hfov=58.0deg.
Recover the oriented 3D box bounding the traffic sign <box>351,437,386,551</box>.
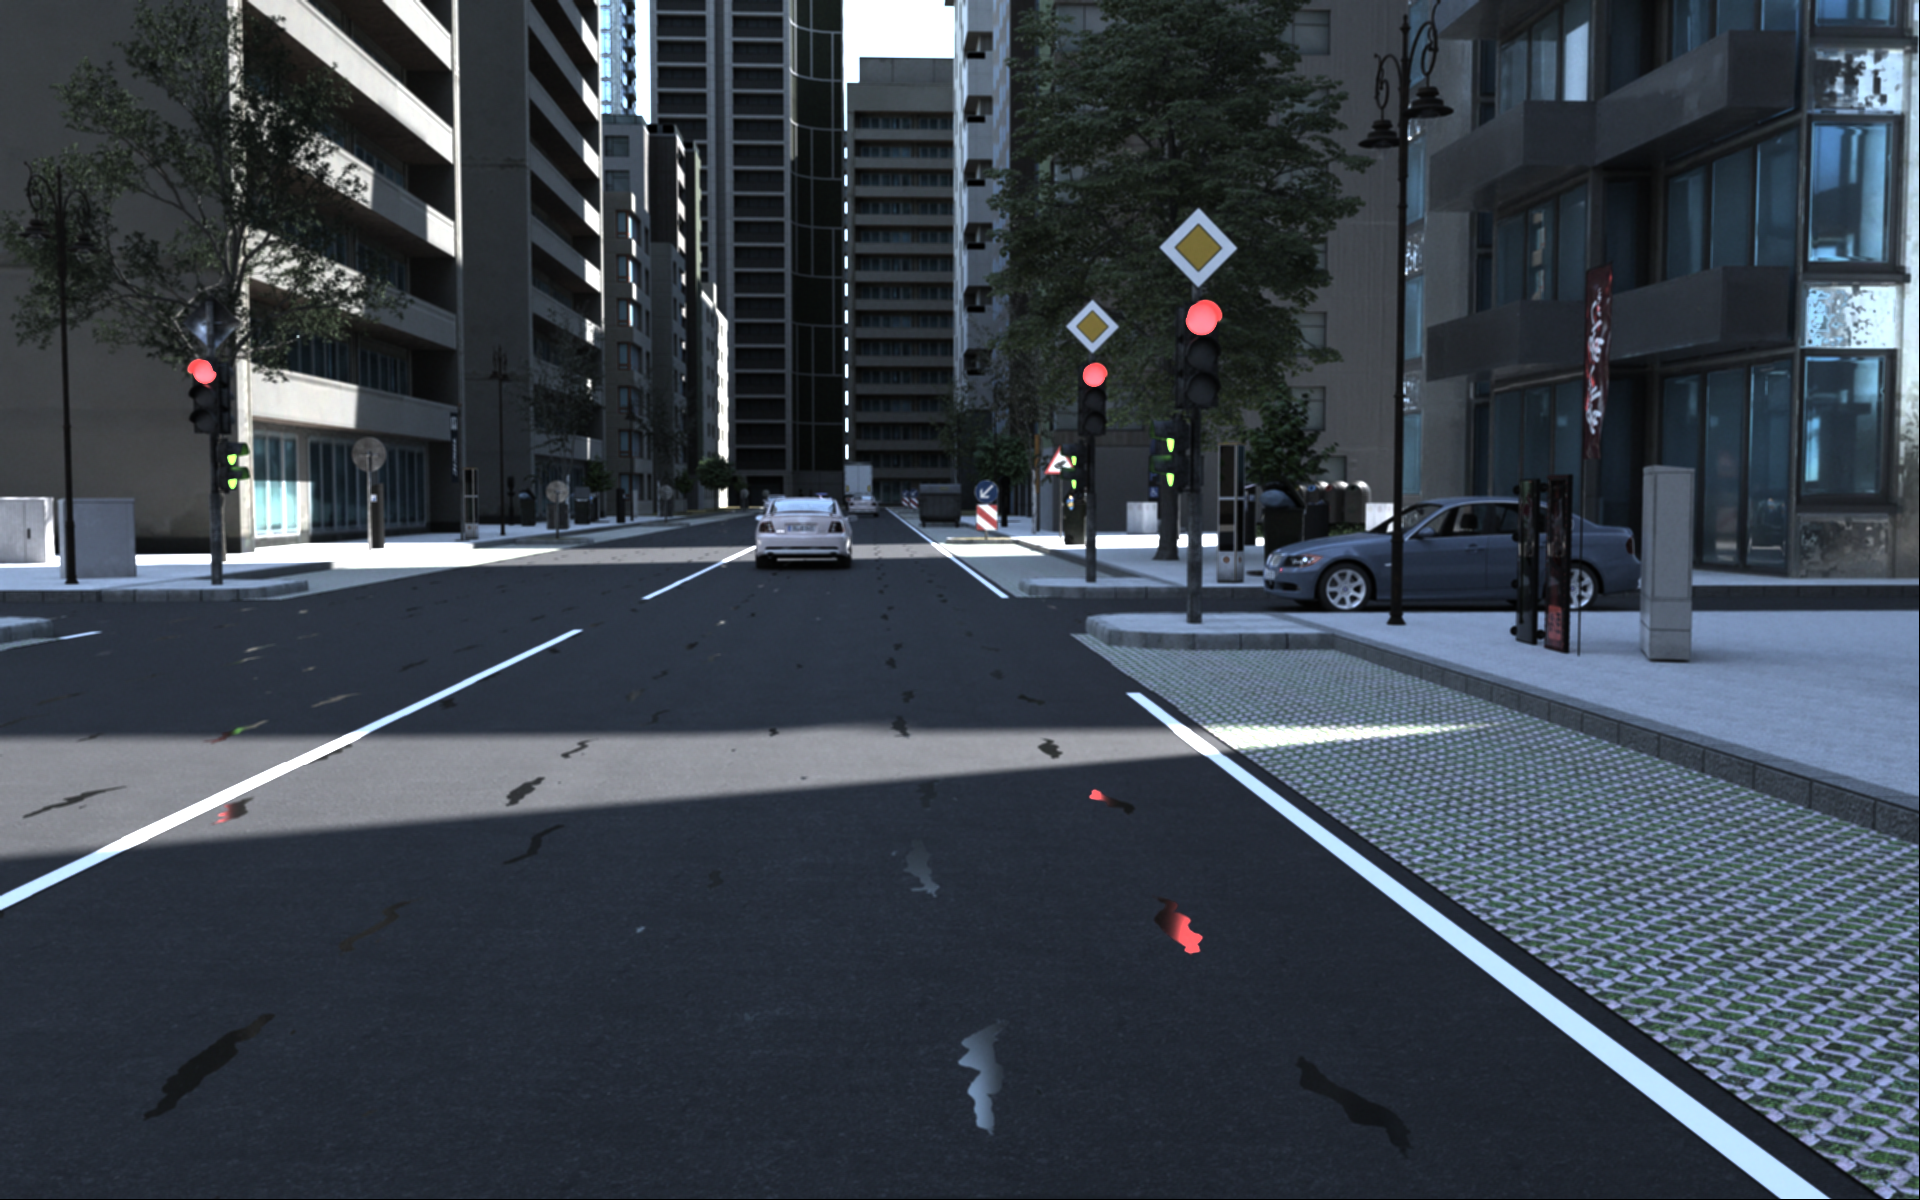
[{"bbox_3d":[-13.221,-2.363,38.745,0.768,2.556,0.104,0,4,-1],"label":"traffic sign"}]

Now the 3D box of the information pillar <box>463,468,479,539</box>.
[{"bbox_3d":[-13.836,-2.722,49.001,0.304,2.012,0.304,0,4,7],"label":"information pillar"}]

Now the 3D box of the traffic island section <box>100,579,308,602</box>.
[{"bbox_3d":[-10.547,-0.139,24.550,2.009,0.180,2.903,0,4,-3],"label":"traffic island section"}]

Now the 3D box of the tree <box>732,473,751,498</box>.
[{"bbox_3d":[-19.897,-9.884,156.203,1.663,3.219,1.824,0,3,0],"label":"tree"}]

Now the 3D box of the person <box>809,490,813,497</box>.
[{"bbox_3d":[-12.596,-8.450,146.676,0.705,1.821,1.348,0,4,7],"label":"person"}]

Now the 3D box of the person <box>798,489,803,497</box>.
[{"bbox_3d":[-14.103,-8.861,153.003,0.705,1.869,1.348,1,4,18],"label":"person"}]

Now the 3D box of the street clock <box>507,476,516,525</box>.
[{"bbox_3d":[-18.408,-4.066,71.049,0.358,2.002,0.471,0,4,-7],"label":"street clock"}]

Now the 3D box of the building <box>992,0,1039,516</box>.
[{"bbox_3d":[9.437,-28.044,108.631,14.600,45.320,14.200,0,4,-3],"label":"building"}]

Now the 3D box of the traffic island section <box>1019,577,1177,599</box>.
[{"bbox_3d":[1.927,-0.179,25.210,2.009,0.180,2.903,0,4,-3],"label":"traffic island section"}]

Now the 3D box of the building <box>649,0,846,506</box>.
[{"bbox_3d":[-23.207,-46.198,193.587,20.611,71.187,20.563,0,4,-3],"label":"building"}]

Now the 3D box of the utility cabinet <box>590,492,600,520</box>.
[{"bbox_3d":[-18.258,-4.695,85.441,0.318,1.500,1.173,2,4,25],"label":"utility cabinet"}]

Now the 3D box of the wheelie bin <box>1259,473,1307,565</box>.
[{"bbox_3d":[4.823,-1.099,25.873,0.693,1.594,0.980,1,4,13],"label":"wheelie bin"}]

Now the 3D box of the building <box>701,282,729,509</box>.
[{"bbox_3d":[-36.914,-19.186,158.733,28.899,21.520,27.650,0,4,-3],"label":"building"}]

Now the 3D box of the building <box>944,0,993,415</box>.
[{"bbox_3d":[13.438,-34.952,160.704,28.713,52.752,27.495,0,4,-3],"label":"building"}]

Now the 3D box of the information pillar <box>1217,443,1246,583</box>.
[{"bbox_3d":[3.917,-1.256,25.030,0.304,2.012,0.304,2,4,33],"label":"information pillar"}]

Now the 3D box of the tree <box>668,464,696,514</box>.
[{"bbox_3d":[-17.958,-7.267,113.418,1.663,3.219,1.824,0,3,0],"label":"tree"}]

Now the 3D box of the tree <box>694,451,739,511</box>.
[{"bbox_3d":[-18.449,-9.024,131.249,4.285,4.588,4.351,0,3,0],"label":"tree"}]

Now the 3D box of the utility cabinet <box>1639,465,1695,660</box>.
[{"bbox_3d":[5.598,-0.307,13.702,0.318,1.500,1.173,1,4,18],"label":"utility cabinet"}]

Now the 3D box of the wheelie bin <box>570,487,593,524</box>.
[{"bbox_3d":[-16.007,-3.997,73.267,0.980,1.594,0.693,-1,4,-10],"label":"wheelie bin"}]

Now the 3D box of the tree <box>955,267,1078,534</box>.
[{"bbox_3d":[2.197,-6.410,55.165,4.360,8.622,3.978,0,3,0],"label":"tree"}]

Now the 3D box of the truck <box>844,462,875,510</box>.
[{"bbox_3d":[-9.199,-10.339,157.960,2.839,4.237,11.283,0,4,-3],"label":"truck"}]

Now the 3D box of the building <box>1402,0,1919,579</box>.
[{"bbox_3d":[24.843,-25.403,34.951,30.456,49.044,23.786,0,4,-3],"label":"building"}]

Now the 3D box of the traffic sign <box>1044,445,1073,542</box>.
[{"bbox_3d":[2.665,-2.804,45.845,0.884,2.594,0.081,0,4,1],"label":"traffic sign"}]

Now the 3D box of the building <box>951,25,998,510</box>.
[{"bbox_3d":[11.223,-50.009,130.321,22.319,86.520,31.000,0,4,-3],"label":"building"}]

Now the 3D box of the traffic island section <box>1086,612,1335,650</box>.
[{"bbox_3d":[2.353,0.309,17.236,2.009,0.180,2.903,0,4,-3],"label":"traffic island section"}]

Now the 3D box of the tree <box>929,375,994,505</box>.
[{"bbox_3d":[0.013,-9.545,106.426,4.737,8.622,4.395,0,3,0],"label":"tree"}]

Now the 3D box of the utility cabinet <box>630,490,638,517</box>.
[{"bbox_3d":[-17.853,-5.269,94.823,0.318,1.500,1.173,-1,4,-16],"label":"utility cabinet"}]

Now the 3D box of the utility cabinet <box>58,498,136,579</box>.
[{"bbox_3d":[-13.202,-0.939,26.507,1.020,1.237,0.306,-3,5,-44],"label":"utility cabinet"}]

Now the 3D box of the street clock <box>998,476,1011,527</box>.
[{"bbox_3d":[1.734,-3.864,67.747,0.471,2.002,0.358,-2,4,-30],"label":"street clock"}]

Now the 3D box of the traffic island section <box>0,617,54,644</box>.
[{"bbox_3d":[-10.121,0.349,16.576,2.009,0.180,2.903,0,4,-3],"label":"traffic island section"}]

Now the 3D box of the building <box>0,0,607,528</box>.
[{"bbox_3d":[-29.260,-27.999,81.484,21.300,48.544,21.600,0,4,-3],"label":"building"}]

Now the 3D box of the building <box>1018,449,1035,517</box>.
[{"bbox_3d":[14.155,-39.823,89.353,20.563,71.187,20.611,0,4,-3],"label":"building"}]

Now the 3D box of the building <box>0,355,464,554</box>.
[{"bbox_3d":[-26.588,-25.799,45.511,21.300,48.544,21.600,0,4,-3],"label":"building"}]

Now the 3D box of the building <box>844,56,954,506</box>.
[{"bbox_3d":[-2.188,-35.031,196.463,21.600,48.544,21.300,0,4,-3],"label":"building"}]

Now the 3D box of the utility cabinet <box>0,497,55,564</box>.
[{"bbox_3d":[-17.307,-1.275,32.009,1.020,1.237,0.306,0,4,6],"label":"utility cabinet"}]

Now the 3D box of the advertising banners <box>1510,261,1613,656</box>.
[{"bbox_3d":[4.889,-1.097,14.125,0.090,3.025,2.074,0,3,0],"label":"advertising banners"}]

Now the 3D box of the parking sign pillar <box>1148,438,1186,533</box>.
[{"bbox_3d":[6.740,-4.201,57.158,1.447,3.967,1.447,3,4,38],"label":"parking sign pillar"}]

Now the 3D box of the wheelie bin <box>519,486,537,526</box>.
[{"bbox_3d":[-17.352,-3.769,69.534,0.693,1.594,0.980,-1,4,-12],"label":"wheelie bin"}]

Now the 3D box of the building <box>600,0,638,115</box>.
[{"bbox_3d":[-49.013,-53.809,192.441,31.000,86.520,22.319,0,4,-3],"label":"building"}]

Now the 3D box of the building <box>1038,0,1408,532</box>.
[{"bbox_3d":[9.782,-23.309,64.697,14.154,41.232,14.086,0,4,-3],"label":"building"}]

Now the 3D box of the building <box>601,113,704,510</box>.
[{"bbox_3d":[-27.813,-22.221,135.007,14.160,30.474,14.107,0,4,-3],"label":"building"}]

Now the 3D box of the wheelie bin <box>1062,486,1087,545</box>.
[{"bbox_3d":[2.922,-2.194,43.781,0.693,1.594,0.980,0,4,3],"label":"wheelie bin"}]

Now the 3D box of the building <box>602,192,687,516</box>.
[{"bbox_3d":[-33.339,-16.394,113.082,27.650,21.520,28.899,0,4,-3],"label":"building"}]
